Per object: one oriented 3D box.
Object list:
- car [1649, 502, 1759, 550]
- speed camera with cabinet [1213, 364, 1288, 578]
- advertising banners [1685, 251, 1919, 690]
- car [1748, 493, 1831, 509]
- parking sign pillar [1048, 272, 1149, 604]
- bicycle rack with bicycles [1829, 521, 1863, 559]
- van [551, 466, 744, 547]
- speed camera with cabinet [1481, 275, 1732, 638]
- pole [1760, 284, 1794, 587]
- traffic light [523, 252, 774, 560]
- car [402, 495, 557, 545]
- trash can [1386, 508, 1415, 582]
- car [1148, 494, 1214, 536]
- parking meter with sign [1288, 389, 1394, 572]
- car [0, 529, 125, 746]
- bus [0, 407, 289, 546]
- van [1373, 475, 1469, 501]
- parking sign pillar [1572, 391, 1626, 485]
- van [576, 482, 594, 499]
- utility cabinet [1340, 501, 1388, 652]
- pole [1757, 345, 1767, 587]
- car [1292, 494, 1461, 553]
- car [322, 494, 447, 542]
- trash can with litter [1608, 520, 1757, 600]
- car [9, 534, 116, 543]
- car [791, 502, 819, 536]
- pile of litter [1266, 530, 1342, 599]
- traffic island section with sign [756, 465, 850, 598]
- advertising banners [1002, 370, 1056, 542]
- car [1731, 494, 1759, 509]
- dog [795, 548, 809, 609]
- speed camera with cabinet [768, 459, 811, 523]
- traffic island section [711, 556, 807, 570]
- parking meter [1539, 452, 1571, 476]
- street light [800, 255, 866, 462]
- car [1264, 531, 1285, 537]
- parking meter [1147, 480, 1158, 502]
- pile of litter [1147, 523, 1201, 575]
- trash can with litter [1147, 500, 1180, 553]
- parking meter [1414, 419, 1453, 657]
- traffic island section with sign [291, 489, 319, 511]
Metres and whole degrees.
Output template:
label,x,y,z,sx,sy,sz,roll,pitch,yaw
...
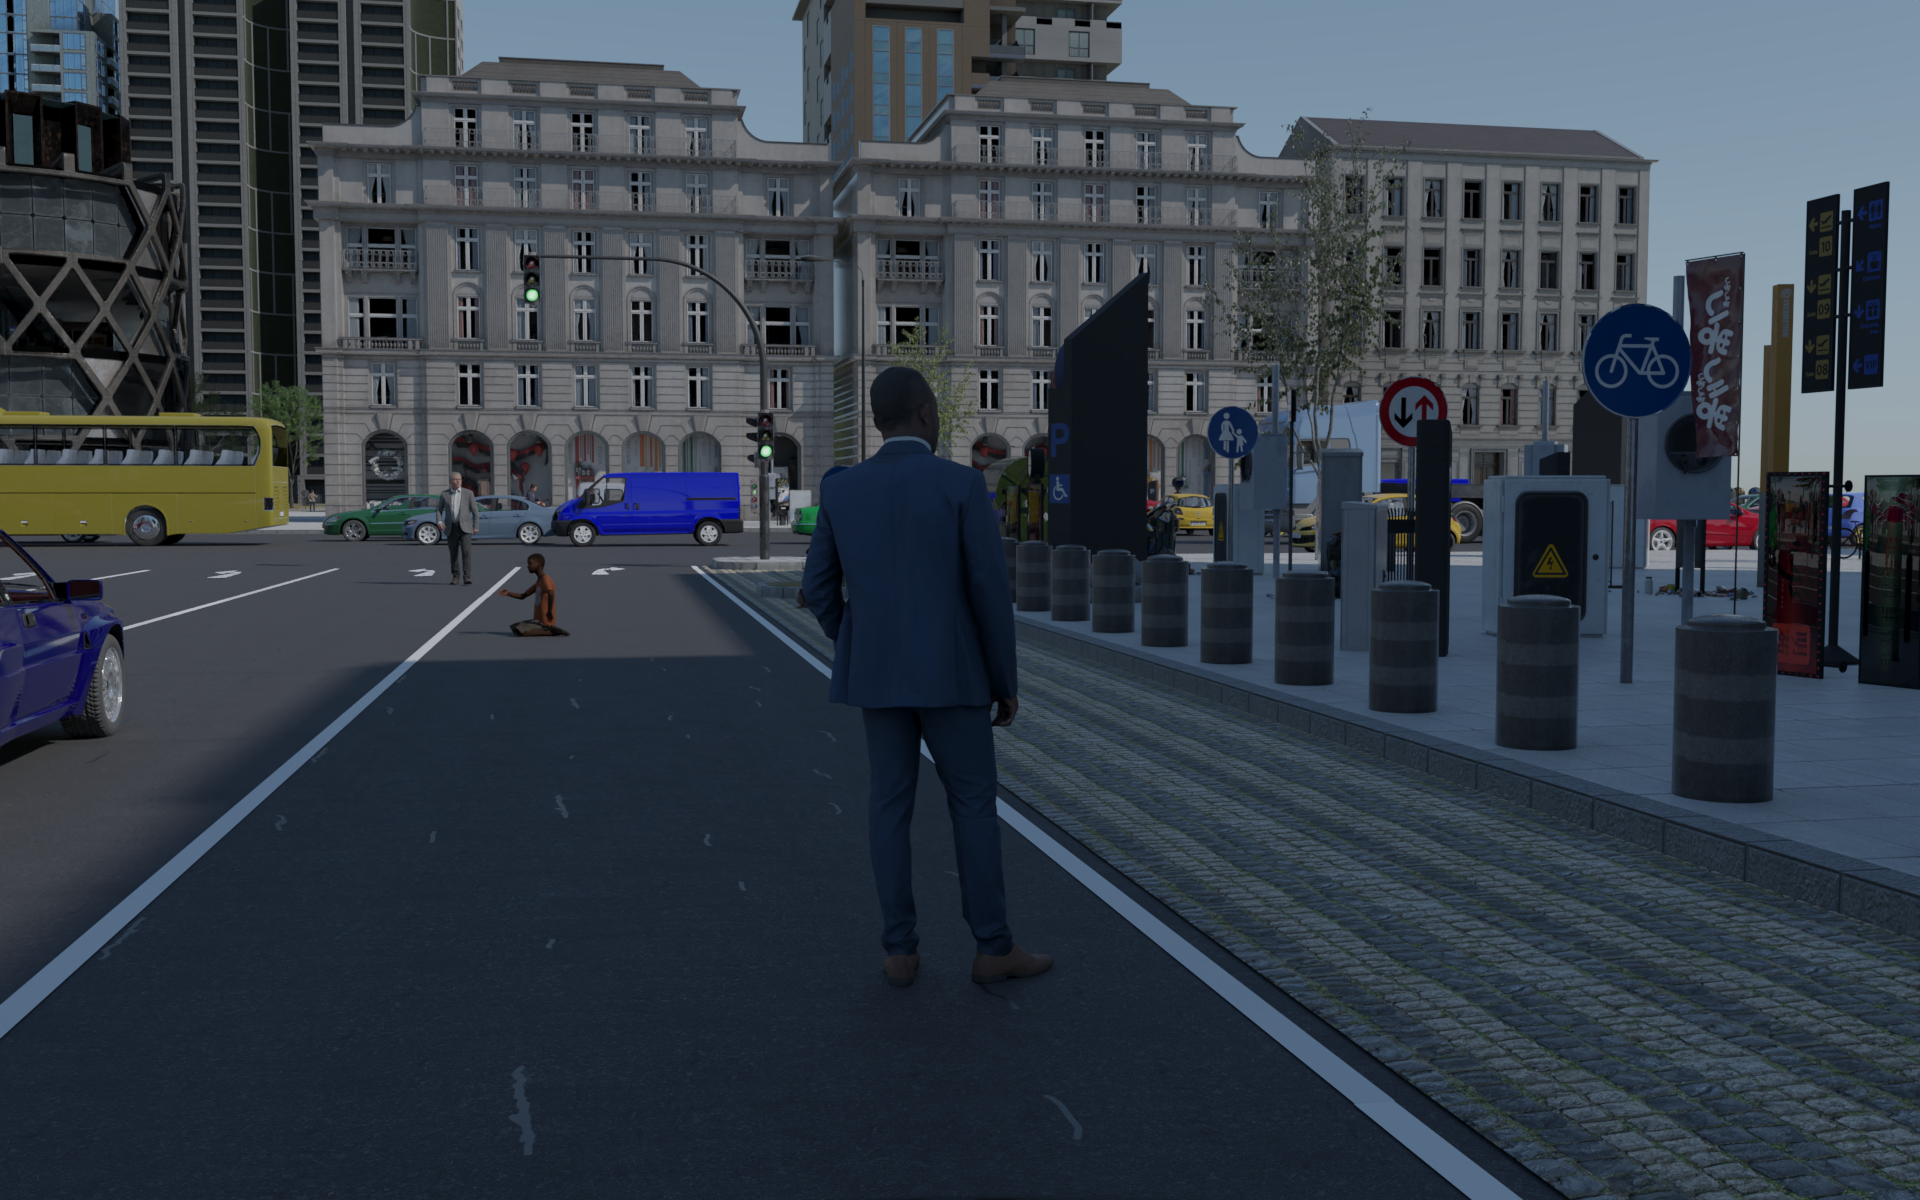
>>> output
label,x,y,z,sx,sy,sz,roll,pitch,yaw
car,17.356,-1.952,40.949,4.494,1.783,2.155,-1,4,-13
speed camera with cabinet,4.538,-2.010,27.198,0.660,3.252,2.038,-1,4,-8
advertising banners,5.880,-0.973,12.100,0.090,3.025,2.074,-2,4,-26
car,32.703,-3.583,67.615,4.494,1.783,2.155,-1,4,-11
parking sign pillar,1.666,-1.981,20.859,1.447,3.967,1.447,-3,5,-40
bicycle rack with bicycles,18.878,-1.233,33.545,2.852,0.926,2.925,-1,4,-22
van,-8.671,-2.670,48.038,5.245,2.365,2.240,-1,4,-12
speed camera with cabinet,5.826,-1.302,15.620,2.038,3.252,0.660,0,4,1
pole,8.009,-1.413,16.946,0.158,3.312,0.155,0,3,0
traffic light,-5.881,-3.582,33.234,4.771,5.953,1.251,-1,4,-12
car,-13.555,-2.286,49.378,4.499,1.417,2.014,-1,4,-13
trash can,4.480,-0.371,17.717,0.748,1.137,0.748,0,3,0
car,7.764,-3.100,60.908,2.015,1.641,3.980,-1,4,-10
parking meter with sign,6.349,-1.992,28.828,1.738,3.016,0.543,0,4,5
car,-5.594,0.224,8.915,1.945,1.354,3.894,-1,4,-12
bus,-25.227,-3.443,47.832,12.252,3.916,2.896,-1,4,-11
van,17.409,-3.908,68.275,5.245,2.365,2.240,-1,4,-11
parking sign pillar,12.976,-2.841,34.917,1.447,3.967,1.447,-2,4,-26
van,-11.928,-3.420,62.923,4.112,2.044,2.013,-1,4,-11
utility cabinet,3.410,-0.208,14.568,0.306,1.237,1.020,1,4,19
pole,11.094,-1.831,23.781,0.158,3.312,0.155,0,3,0
car,9.870,-1.899,41.276,3.980,1.641,2.015,-1,4,-11
car,-17.046,-2.540,53.322,4.920,1.459,2.131,-1,4,-12
trash can with litter,9.298,-0.649,21.670,1.678,1.210,2.233,-1,4,-13
car,-27.464,-2.587,51.344,4.494,1.783,2.155,-1,4,-11
car,-2.557,-2.546,50.416,4.718,1.807,1.959,-1,4,-12
pile of litter,4.614,-0.465,21.562,1.719,0.858,1.176,0,4,-1
traffic island section with sign,-1.865,-0.974,24.545,1.989,1.847,2.006,-1,4,-12
advertising banners,1.084,-1.770,25.135,0.090,3.025,2.074,-2,4,-23
car,32.613,-3.630,71.148,4.920,1.459,2.131,-1,4,-12
dog,-1.799,-0.297,21.696,0.513,0.831,0.800,1,4,15
speed camera with cabinet,-7.641,-5.032,76.614,2.038,3.252,0.660,-1,4,-12
traffic island section,-3.809,-0.712,33.918,2.009,0.180,2.903,-1,4,-12
parking meter,8.291,-1.131,24.205,0.255,1.863,0.399,-1,4,-23
street light,-2.429,-3.757,33.963,1.470,5.913,1.316,-1,4,-12
car,11.414,-2.967,58.107,3.694,1.707,1.945,-1,4,-12
parking meter,7.999,-4.043,71.818,0.399,1.863,0.255,2,4,28
pile of litter,2.985,-0.848,27.834,1.719,0.858,1.176,2,4,35
trash can with litter,3.408,-1.206,31.113,1.055,1.170,0.624,3,4,36
parking meter,3.761,-0.493,13.775,0.255,1.863,0.399,1,4,19
traffic island section with sign,-55.992,-8.530,148.095,1.989,1.847,2.006,-1,4,-12
